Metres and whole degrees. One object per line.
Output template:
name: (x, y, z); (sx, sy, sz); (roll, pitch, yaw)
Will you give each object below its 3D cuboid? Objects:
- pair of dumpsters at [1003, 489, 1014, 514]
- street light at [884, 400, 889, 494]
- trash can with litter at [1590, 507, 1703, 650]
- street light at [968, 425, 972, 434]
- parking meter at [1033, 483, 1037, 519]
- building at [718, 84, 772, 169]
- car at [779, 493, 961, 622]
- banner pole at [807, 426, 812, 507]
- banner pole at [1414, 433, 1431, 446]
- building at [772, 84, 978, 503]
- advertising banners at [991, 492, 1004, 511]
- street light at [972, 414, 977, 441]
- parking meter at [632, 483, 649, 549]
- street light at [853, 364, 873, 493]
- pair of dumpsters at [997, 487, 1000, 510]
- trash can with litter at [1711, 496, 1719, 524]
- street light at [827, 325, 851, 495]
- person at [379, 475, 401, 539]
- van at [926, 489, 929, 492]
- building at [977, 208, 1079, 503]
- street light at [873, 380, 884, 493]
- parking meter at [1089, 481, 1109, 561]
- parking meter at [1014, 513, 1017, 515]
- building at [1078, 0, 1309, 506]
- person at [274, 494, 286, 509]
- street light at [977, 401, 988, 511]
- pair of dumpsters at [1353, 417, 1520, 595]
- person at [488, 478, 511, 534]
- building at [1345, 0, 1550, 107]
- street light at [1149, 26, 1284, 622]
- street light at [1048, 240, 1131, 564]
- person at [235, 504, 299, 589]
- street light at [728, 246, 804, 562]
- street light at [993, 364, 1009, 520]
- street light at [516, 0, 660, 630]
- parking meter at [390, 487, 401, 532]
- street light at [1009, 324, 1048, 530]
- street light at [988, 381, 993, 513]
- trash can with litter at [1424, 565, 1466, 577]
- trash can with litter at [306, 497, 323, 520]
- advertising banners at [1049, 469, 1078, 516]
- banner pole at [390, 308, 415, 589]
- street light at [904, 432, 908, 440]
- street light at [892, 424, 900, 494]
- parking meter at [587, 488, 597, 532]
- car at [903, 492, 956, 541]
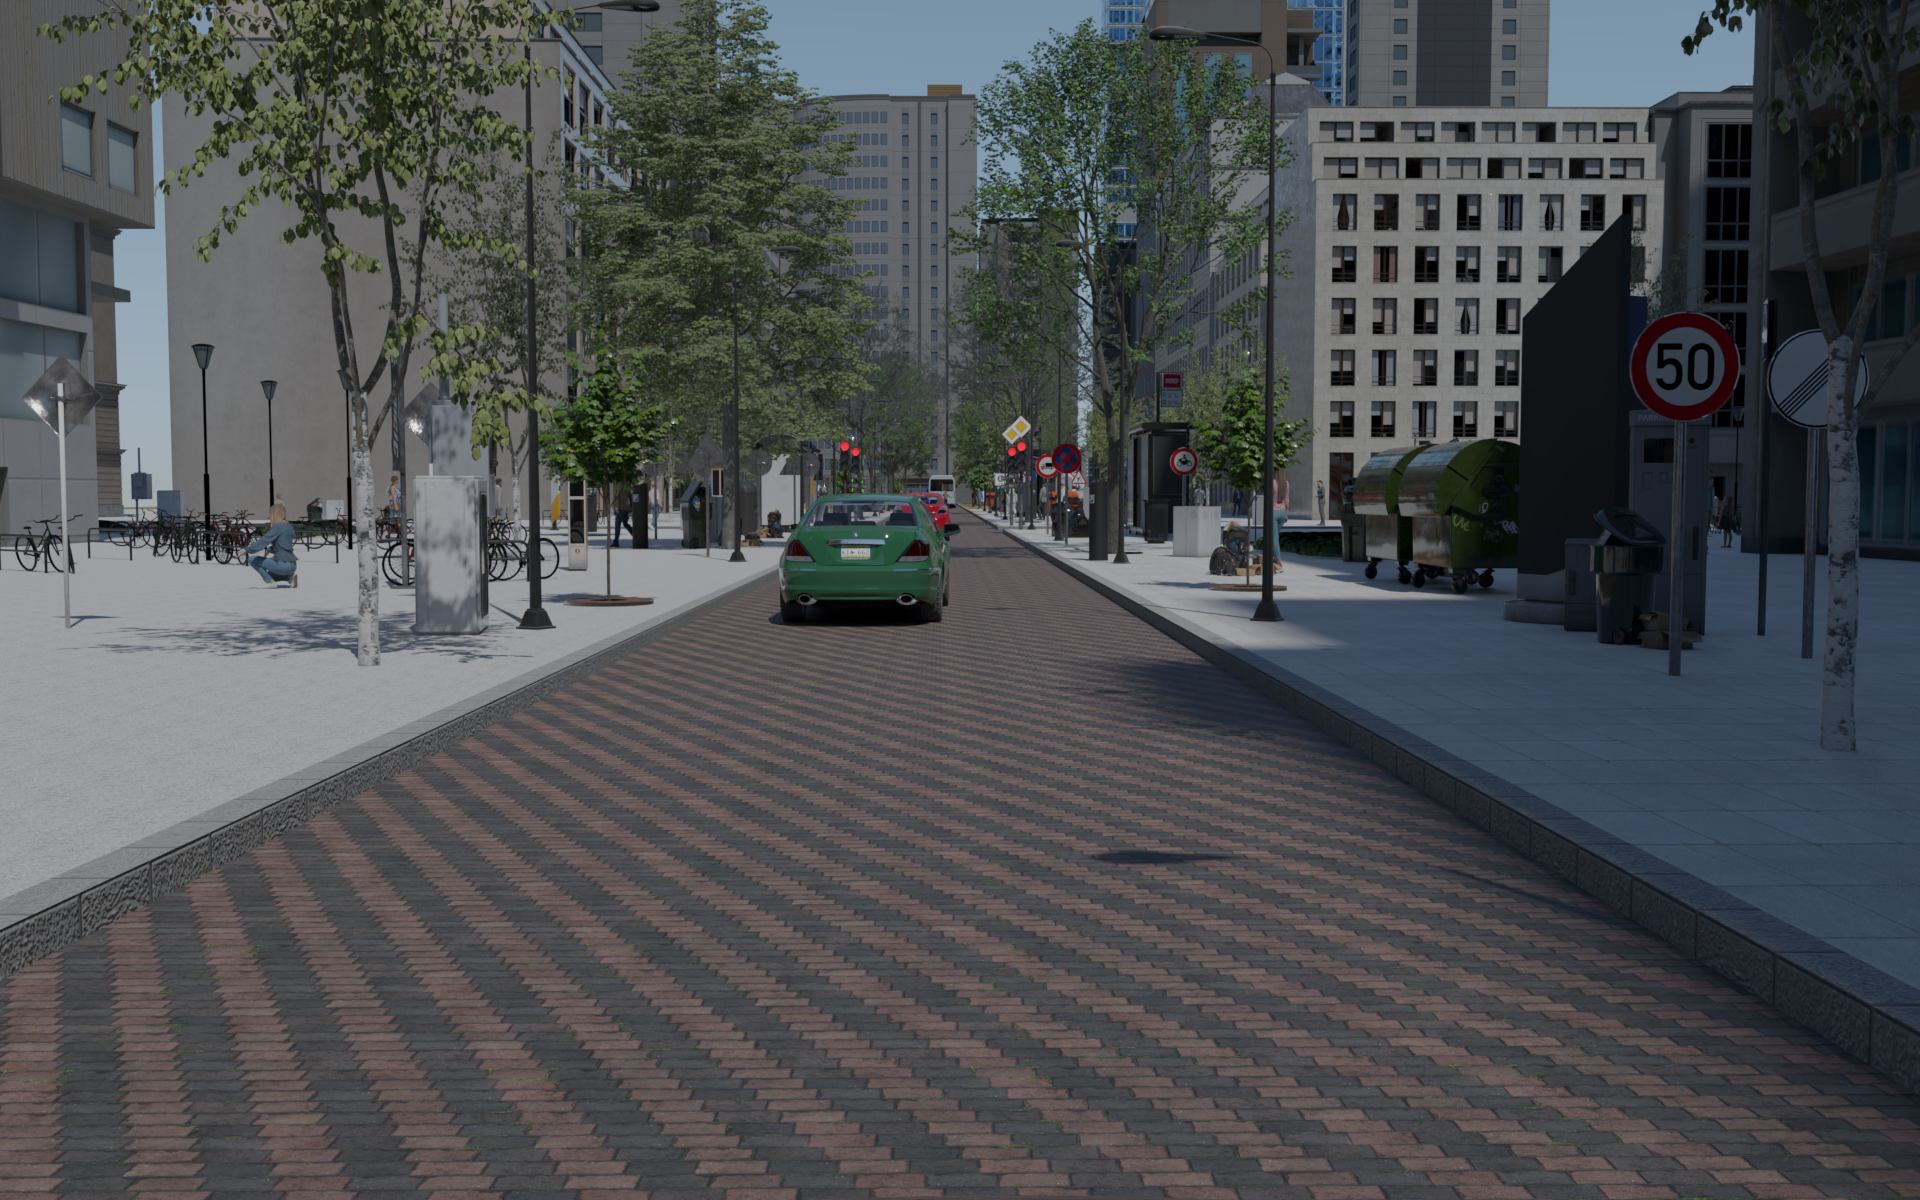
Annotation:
pair of dumpsters: (3.794, -6.681, 111.728); (1.574, 2.255, 4.437); (0, 4, -1)
street light: (-4.290, -6.891, 85.206); (1.470, 5.913, 1.316); (0, 4, -1)
trash can with litter: (5.850, -0.201, 14.667); (0.624, 1.170, 1.055); (-1, 4, -21)
street light: (1.456, -8.709, 114.928); (1.470, 5.913, 1.316); (0, 4, -1)
parking meter: (3.709, -5.064, 88.512); (0.399, 1.863, 0.255); (-1, 4, -11)
building: (-39.948, -43.429, 252.063); (28.212, 58.520, 21.231); (0, 4, -1)
car: (-1.069, -0.553, 20.834); (2.131, 1.459, 4.920); (0, 4, 1)
banner pole: (-4.898, -4.067, 56.505); (0.401, 3.779, 0.863); (-1, 4, -14)
banner pole: (18.930, -4.970, 71.282); (0.863, 3.779, 0.401); (2, 4, 33)
building: (-11.737, -43.443, 252.287); (28.212, 58.520, 21.231); (0, 4, -1)
advertising banners: (3.303, -8.257, 131.181); (2.074, 3.025, 0.090); (-1, 4, -9)
street light: (1.565, -7.824, 100.471); (1.470, 5.913, 1.316); (0, 4, -1)
parking meter: (-7.509, -1.972, 40.661); (0.372, 1.533, 0.369); (0, 3, 0)
street light: (-3.948, -5.455, 61.737); (1.470, 5.913, 1.316); (0, 4, -1)
pair of dumpsters: (3.661, -8.095, 134.848); (1.574, 2.255, 4.437); (0, 4, -1)
trash can with litter: (32.577, -3.854, 74.068); (2.233, 1.210, 1.678); (1, 4, 20)
street light: (-3.786, -4.571, 47.281); (1.470, 5.913, 1.316); (0, 4, -1)
person: (-16.007, -2.616, 48.907); (0.778, 1.811, 0.616); (-1, 4, -19)
van: (-3.101, -12.301, 205.507); (2.240, 2.365, 5.245); (0, 4, 1)
building: (9.669, -34.585, 249.054); (14.086, 41.232, 14.154); (0, 4, -1)
street light: (-3.946, -5.989, 70.464); (1.470, 5.913, 1.316); (0, 4, -1)
parking meter: (2.675, -1.529, 33.412); (0.372, 1.533, 0.369); (0, 3, 0)
parking meter: (3.503, -6.029, 106.987); (0.372, 1.533, 0.369); (0, 3, 0)
building: (32.484, -57.504, 252.856); (31.000, 86.520, 22.319); (0, 4, -1)
person: (-23.612, -3.043, 60.074); (0.475, 1.303, 0.640); (0, 4, -4)
street light: (1.702, -6.940, 86.014); (1.470, 5.913, 1.316); (0, 4, -1)
pair of dumpsters: (6.749, -1.316, 24.017); (1.574, 2.255, 4.437); (0, 4, -1)
person: (-14.892, -3.021, 55.712); (0.678, 1.792, 0.850); (3, 5, 40)
building: (52.821, -46.370, 196.396); (20.611, 71.187, 20.563); (0, 4, -1)
street light: (2.573, -2.742, 17.379); (1.470, 5.913, 1.316); (0, 4, -1)
street light: (2.439, -3.627, 31.836); (1.470, 5.913, 1.316); (0, 4, -1)
person: (-9.401, -0.730, 23.477); (0.738, 1.151, 1.012); (1, 4, 13)
street light: (-3.671, -3.674, 32.608); (1.470, 5.913, 1.316); (0, 4, -1)
street light: (2.031, -5.468, 61.939); (1.470, 5.913, 1.316); (0, 4, -1)
street light: (-3.501, -2.679, 16.335); (1.470, 5.913, 1.316); (0, 4, -1)
parking meter: (-18.883, -3.033, 57.996); (0.372, 1.533, 0.369); (0, 3, 0)
street light: (2.174, -4.568, 47.233); (1.470, 5.913, 1.316); (0, 4, -1)
street light: (2.004, -6.021, 70.986); (1.470, 5.913, 1.316); (0, 4, -1)
trash can with litter: (7.652, -0.960, 27.084); (0.624, 1.170, 1.055); (-2, 4, -25)
trash can with litter: (-23.263, -3.080, 61.747); (1.055, 1.170, 0.624); (-1, 4, -21)
advertising banners: (5.873, -6.348, 99.971); (2.074, 3.025, 0.090); (1, 4, 20)
banner pole: (-7.525, -2.030, 23.215); (0.401, 3.779, 0.863); (0, 4, -6)
street light: (-4.819, -9.583, 129.223); (1.470, 5.913, 1.316); (0, 4, -1)
street light: (-4.360, -7.775, 99.663); (1.470, 5.913, 1.316); (0, 4, -1)
parking meter: (-12.415, -3.220, 58.359); (0.255, 1.863, 0.399); (1, 4, 9)
car: (-1.198, -2.762, 54.207); (2.155, 1.783, 4.494); (0, 4, 0)
